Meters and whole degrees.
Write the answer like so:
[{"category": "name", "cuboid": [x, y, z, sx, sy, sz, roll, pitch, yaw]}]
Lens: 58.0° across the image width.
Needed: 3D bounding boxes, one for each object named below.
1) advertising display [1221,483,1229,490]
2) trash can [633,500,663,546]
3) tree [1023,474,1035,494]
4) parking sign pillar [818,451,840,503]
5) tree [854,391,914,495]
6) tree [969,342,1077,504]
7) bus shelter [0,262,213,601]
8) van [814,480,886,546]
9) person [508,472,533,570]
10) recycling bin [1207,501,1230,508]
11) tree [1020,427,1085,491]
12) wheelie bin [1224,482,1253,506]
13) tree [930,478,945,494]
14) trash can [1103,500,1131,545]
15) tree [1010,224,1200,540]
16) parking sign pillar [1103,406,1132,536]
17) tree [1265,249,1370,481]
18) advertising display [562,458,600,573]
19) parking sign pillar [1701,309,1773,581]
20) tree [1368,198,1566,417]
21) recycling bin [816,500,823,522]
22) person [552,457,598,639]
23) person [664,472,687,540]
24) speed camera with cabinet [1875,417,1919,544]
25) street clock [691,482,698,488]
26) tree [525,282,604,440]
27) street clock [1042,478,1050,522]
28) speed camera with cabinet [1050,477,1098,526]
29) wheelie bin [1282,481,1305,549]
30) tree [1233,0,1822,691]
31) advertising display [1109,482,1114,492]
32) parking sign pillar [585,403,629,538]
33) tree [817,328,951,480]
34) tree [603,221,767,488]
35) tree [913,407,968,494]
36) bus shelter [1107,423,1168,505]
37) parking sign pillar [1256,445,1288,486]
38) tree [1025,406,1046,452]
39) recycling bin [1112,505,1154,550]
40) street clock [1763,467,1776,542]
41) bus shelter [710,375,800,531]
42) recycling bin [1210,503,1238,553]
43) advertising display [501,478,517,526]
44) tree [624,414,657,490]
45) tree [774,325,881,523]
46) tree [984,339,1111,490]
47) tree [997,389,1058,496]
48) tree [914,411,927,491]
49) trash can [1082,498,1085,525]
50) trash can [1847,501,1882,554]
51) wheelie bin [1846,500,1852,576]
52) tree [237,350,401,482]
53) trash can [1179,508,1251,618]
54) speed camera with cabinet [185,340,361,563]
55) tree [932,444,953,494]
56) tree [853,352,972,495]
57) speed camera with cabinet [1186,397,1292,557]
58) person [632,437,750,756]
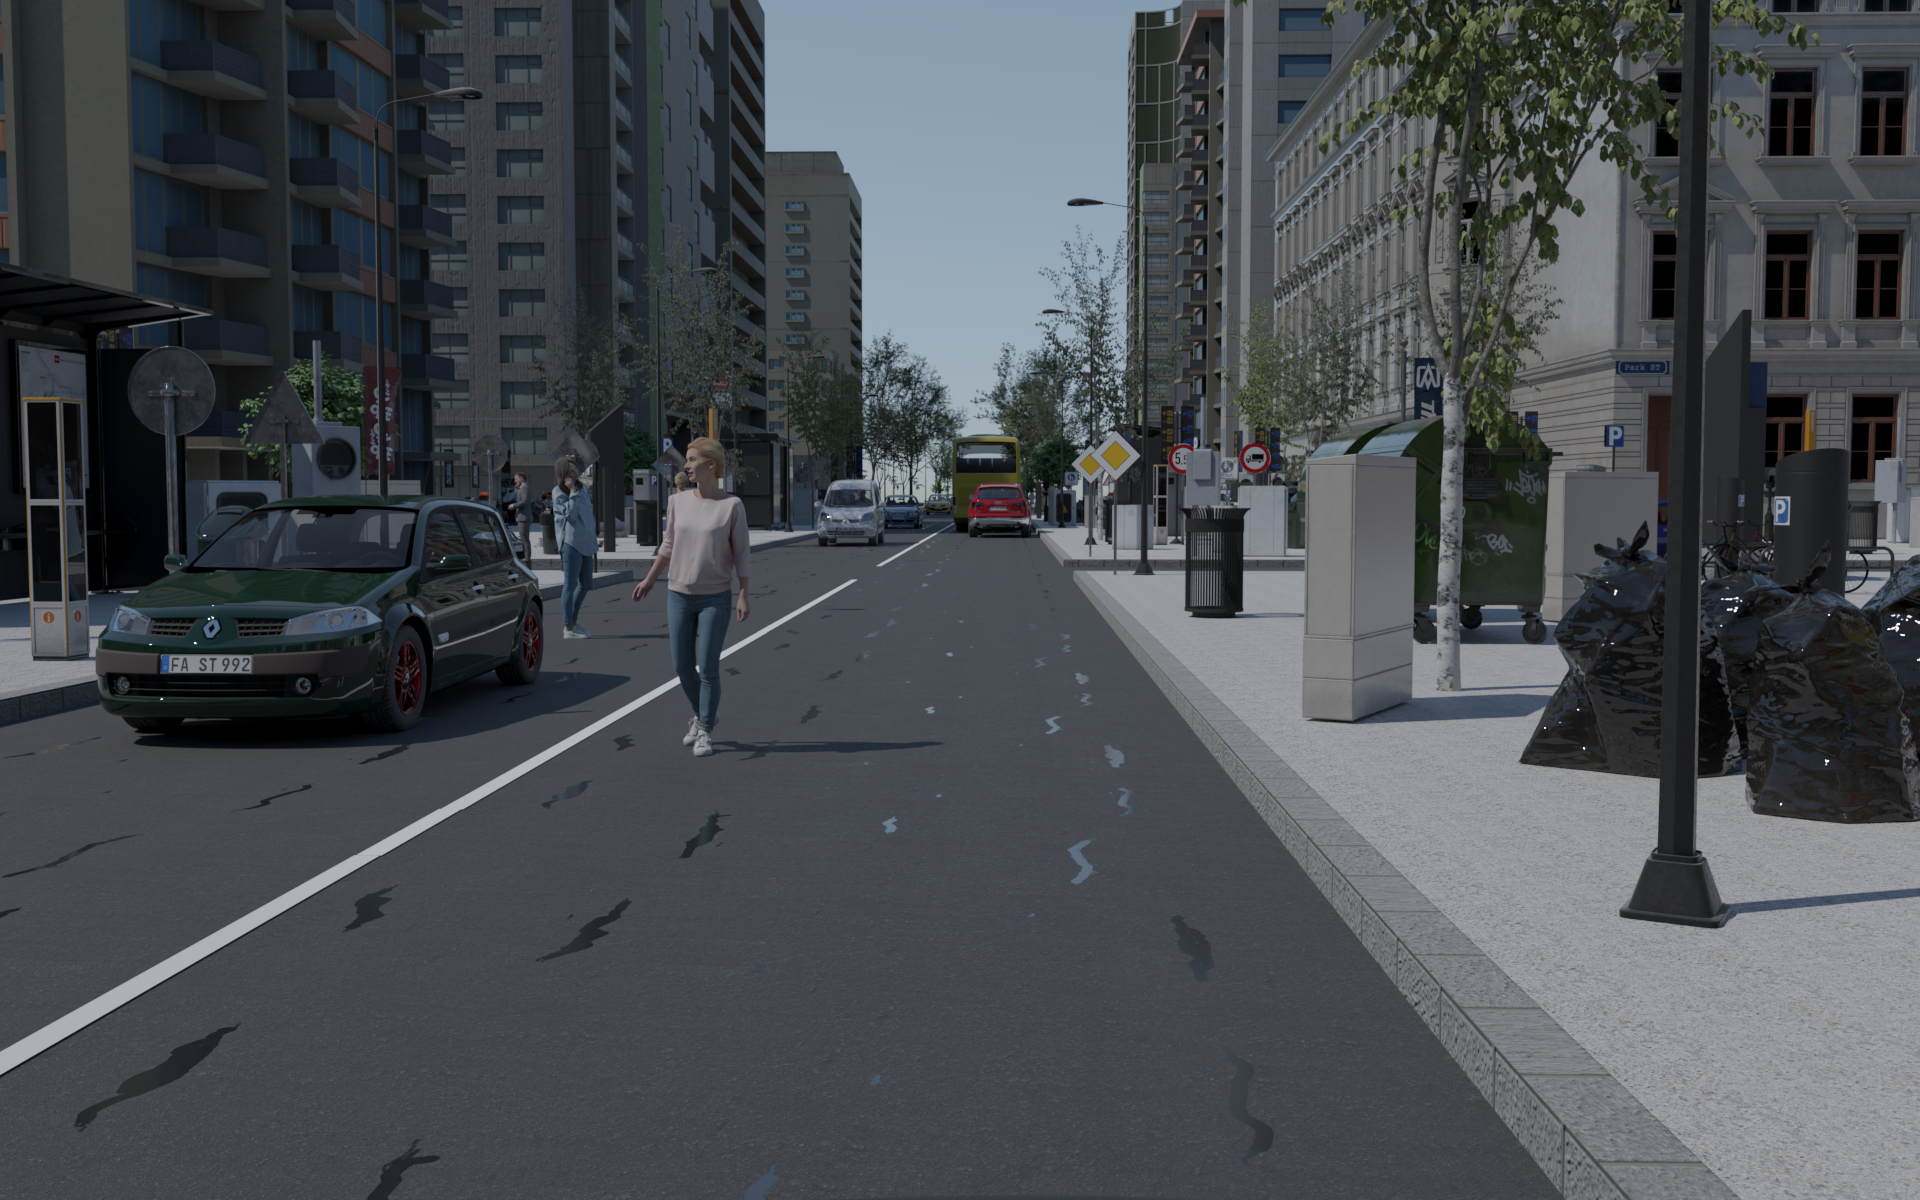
[{"category": "advertising display", "cuboid": [14.767, -5.698, 98.375, 0.974, 1.923, 0.123, 1, 4, 11]}, {"category": "trash can", "cuboid": [-7.665, -1.895, 42.635, 0.748, 1.137, 0.748, 0, 3, 0]}, {"category": "tree", "cuboid": [6.183, -9.809, 154.973, 1.663, 3.219, 1.824, 0, 3, 0]}, {"category": "parking sign pillar", "cuboid": [-8.241, -7.375, 109.055, 1.447, 3.967, 1.447, -2, 4, -34]}, {"category": "tree", "cuboid": [-5.314, -10.101, 115.521, 4.360, 8.622, 3.978, 0, 3, 0]}, {"category": "tree", "cuboid": [8.058, -22.061, 216.578, 12.611, 20.169, 13.585, 0, 3, 0]}, {"category": "bus shelter", "cuboid": [-10.507, -1.709, 19.227, 1.731, 3.624, 6.357, 0, 4, 2]}, {"category": "van", "cuboid": [-3.066, -2.578, 49.169, 2.013, 2.044, 4.112, 0, 4, 1]}, {"category": "person", "cuboid": [-8.311, -1.497, 32.778, 0.447, 1.846, 0.655, -1, 4, -12]}, {"category": "recycling bin", "cuboid": [9.031, -2.934, 60.522, 0.722, 1.027, 0.722, 2, 4, 33]}, {"category": "tree", "cuboid": [4.872, -6.159, 84.417, 4.285, 4.588, 4.351, 0, 3, 0]}, {"category": "wheelie bin", "cuboid": [7.580, -2.365, 46.578, 0.980, 1.594, 0.693, 1, 4, 16]}, {"category": "tree", "cuboid": [-2.288, -11.831, 188.037, 1.663, 3.219, 1.824, 0, 3, 0]}, {"category": "trash can", "cuboid": [3.986, -1.979, 44.016, 0.748, 1.137, 0.748, 0, 3, 0]}, {"category": "tree", "cuboid": [4.106, -5.955, 47.722, 4.360, 8.622, 3.978, 0, 3, 0]}, {"category": "parking sign pillar", "cuboid": [5.044, -3.994, 53.767, 1.447, 3.967, 1.447, 1, 4, 9]}, {"category": "tree", "cuboid": [11.246, -6.281, 53.054, 4.360, 8.622, 3.978, 0, 3, 0]}, {"category": "advertising display", "cuboid": [-6.256, -1.418, 28.406, 0.974, 1.923, 0.123, 3, 5, 41]}, {"category": "parking sign pillar", "cuboid": [11.553, -2.297, 26.032, 1.447, 3.967, 1.447, 0, 4, -5]}, {"category": "tree", "cuboid": [12.786, -5.631, 42.429, 4.360, 8.622, 3.978, 0, 3, 0]}, {"category": "recycling bin", "cuboid": [-6.807, -4.140, 80.241, 0.722, 1.027, 0.722, -1, 4, -22]}, {"category": "person", "cuboid": [-3.835, -0.515, 17.179, 0.793, 1.790, 0.793, -1, 4, -15]}, {"category": "person", "cuboid": [-3.735, -0.931, 24.395, 0.598, 1.740, 0.731, 3, 5, 42]}, {"category": "speed camera with cabinet", "cuboid": [24.564, -3.119, 45.325, 0.660, 3.252, 2.038, 3, 5, 45]}, {"category": "street clock", "cuboid": [-12.778, -4.860, 84.027, 0.471, 2.002, 0.358, -1, 4, -17]}, {"category": "tree", "cuboid": [-12.700, -6.685, 59.665, 4.360, 8.622, 3.978, 0, 3, 0]}, {"category": "street clock", "cuboid": [3.968, -4.600, 79.785, 0.358, 2.002, 0.471, 1, 4, 17]}, {"category": "speed camera with cabinet", "cuboid": [4.722, -4.667, 70.639, 2.038, 3.252, 0.660, -1, 4, -10]}, {"category": "wheelie bin", "cuboid": [7.868, -2.003, 40.660, 0.980, 1.594, 0.693, 3, 5, 41]}, {"category": "tree", "cuboid": [3.431, -3.711, 11.041, 4.737, 8.622, 4.395, 0, 3, 0]}, {"category": "advertising display", "cuboid": [8.256, -5.227, 90.677, 0.974, 1.923, 0.123, 1, 4, 22]}, {"category": "parking sign pillar", "cuboid": [-10.499, -3.821, 50.942, 1.447, 3.967, 1.447, 3, 4, 36]}, {"category": "tree", "cuboid": [-4.832, -9.982, 97.621, 7.601, 10.594, 8.767, 2, 4, 34]}, {"category": "tree", "cuboid": [-7.020, -5.886, 46.593, 4.360, 8.622, 3.978, 0, 3, 0]}, {"category": "tree", "cuboid": [-2.557, -16.943, 202.766, 9.928, 11.665, 9.643, 0, 3, 0]}, {"category": "bus shelter", "cuboid": [6.167, -4.213, 60.169, 1.731, 3.624, 6.357, 0, 4, 1]}, {"category": "parking sign pillar", "cuboid": [17.625, -6.787, 99.437, 1.447, 3.967, 1.447, -2, 4, -30]}, {"category": "tree", "cuboid": [6.808, -11.382, 136.463, 4.737, 8.622, 4.395, 0, 3, 0]}, {"category": "recycling bin", "cuboid": [4.006, -1.685, 40.098, 0.722, 1.027, 0.722, 3, 5, 39]}, {"category": "street clock", "cuboid": [21.887, -2.584, 46.816, 0.471, 2.002, 0.358, -2, 4, -24]}, {"category": "bus shelter", "cuboid": [-7.246, -5.094, 60.911, 2.179, 5.291, 8.768, 0, 4, 2]}, {"category": "recycling bin", "cuboid": [6.012, -1.542, 37.764, 0.722, 1.027, 0.722, -2, 4, -24]}, {"category": "advertising display", "cuboid": [-18.107, -3.964, 70.019, 0.974, 1.923, 0.123, 1, 4, 22]}, {"category": "tree", "cuboid": [-13.765, -5.368, 71.473, 4.285, 4.588, 4.351, 0, 3, 0]}, {"category": "tree", "cuboid": [-6.261, -7.657, 75.550, 4.737, 8.622, 4.395, 0, 3, 0]}, {"category": "tree", "cuboid": [5.852, -10.381, 104.147, 7.601, 10.594, 8.767, 3, 5, 40]}, {"category": "tree", "cuboid": [7.121, -15.857, 177.395, 7.486, 12.596, 7.792, 0, 3, 0]}, {"category": "tree", "cuboid": [-4.158, -10.801, 126.962, 4.360, 8.622, 3.978, 0, 3, 0]}, {"category": "trash can", "cuboid": [5.197, -3.491, 68.731, 0.748, 1.137, 0.748, 0, 3, 0]}, {"category": "trash can", "cuboid": [19.265, -1.550, 37.001, 0.748, 1.137, 0.748, 0, 3, 0]}, {"category": "wheelie bin", "cuboid": [12.774, -1.090, 25.722, 0.693, 1.594, 0.980, 0, 4, 6]}, {"category": "tree", "cuboid": [-14.123, -3.357, 38.601, 4.285, 4.588, 4.351, 0, 3, 0]}, {"category": "trash can", "cuboid": [2.653, -0.393, 18.071, 0.748, 1.137, 0.748, 0, 3, 0]}, {"category": "speed camera with cabinet", "cuboid": [-8.613, -1.679, 21.780, 0.660, 3.252, 2.038, 3, 5, 42]}, {"category": "tree", "cuboid": [-2.113, -18.381, 250.897, 4.737, 8.622, 4.395, 0, 3, 0]}, {"category": "tree", "cuboid": [-4.149, -14.594, 148.977, 12.009, 13.543, 11.850, 0, 3, 0]}, {"category": "speed camera with cabinet", "cuboid": [5.698, -2.523, 35.587, 2.038, 3.252, 0.660, 1, 4, 13]}, {"category": "person", "cuboid": [-1.477, -0.030, 9.664, 0.731, 1.740, 0.598, 0, 4, 7]}]
